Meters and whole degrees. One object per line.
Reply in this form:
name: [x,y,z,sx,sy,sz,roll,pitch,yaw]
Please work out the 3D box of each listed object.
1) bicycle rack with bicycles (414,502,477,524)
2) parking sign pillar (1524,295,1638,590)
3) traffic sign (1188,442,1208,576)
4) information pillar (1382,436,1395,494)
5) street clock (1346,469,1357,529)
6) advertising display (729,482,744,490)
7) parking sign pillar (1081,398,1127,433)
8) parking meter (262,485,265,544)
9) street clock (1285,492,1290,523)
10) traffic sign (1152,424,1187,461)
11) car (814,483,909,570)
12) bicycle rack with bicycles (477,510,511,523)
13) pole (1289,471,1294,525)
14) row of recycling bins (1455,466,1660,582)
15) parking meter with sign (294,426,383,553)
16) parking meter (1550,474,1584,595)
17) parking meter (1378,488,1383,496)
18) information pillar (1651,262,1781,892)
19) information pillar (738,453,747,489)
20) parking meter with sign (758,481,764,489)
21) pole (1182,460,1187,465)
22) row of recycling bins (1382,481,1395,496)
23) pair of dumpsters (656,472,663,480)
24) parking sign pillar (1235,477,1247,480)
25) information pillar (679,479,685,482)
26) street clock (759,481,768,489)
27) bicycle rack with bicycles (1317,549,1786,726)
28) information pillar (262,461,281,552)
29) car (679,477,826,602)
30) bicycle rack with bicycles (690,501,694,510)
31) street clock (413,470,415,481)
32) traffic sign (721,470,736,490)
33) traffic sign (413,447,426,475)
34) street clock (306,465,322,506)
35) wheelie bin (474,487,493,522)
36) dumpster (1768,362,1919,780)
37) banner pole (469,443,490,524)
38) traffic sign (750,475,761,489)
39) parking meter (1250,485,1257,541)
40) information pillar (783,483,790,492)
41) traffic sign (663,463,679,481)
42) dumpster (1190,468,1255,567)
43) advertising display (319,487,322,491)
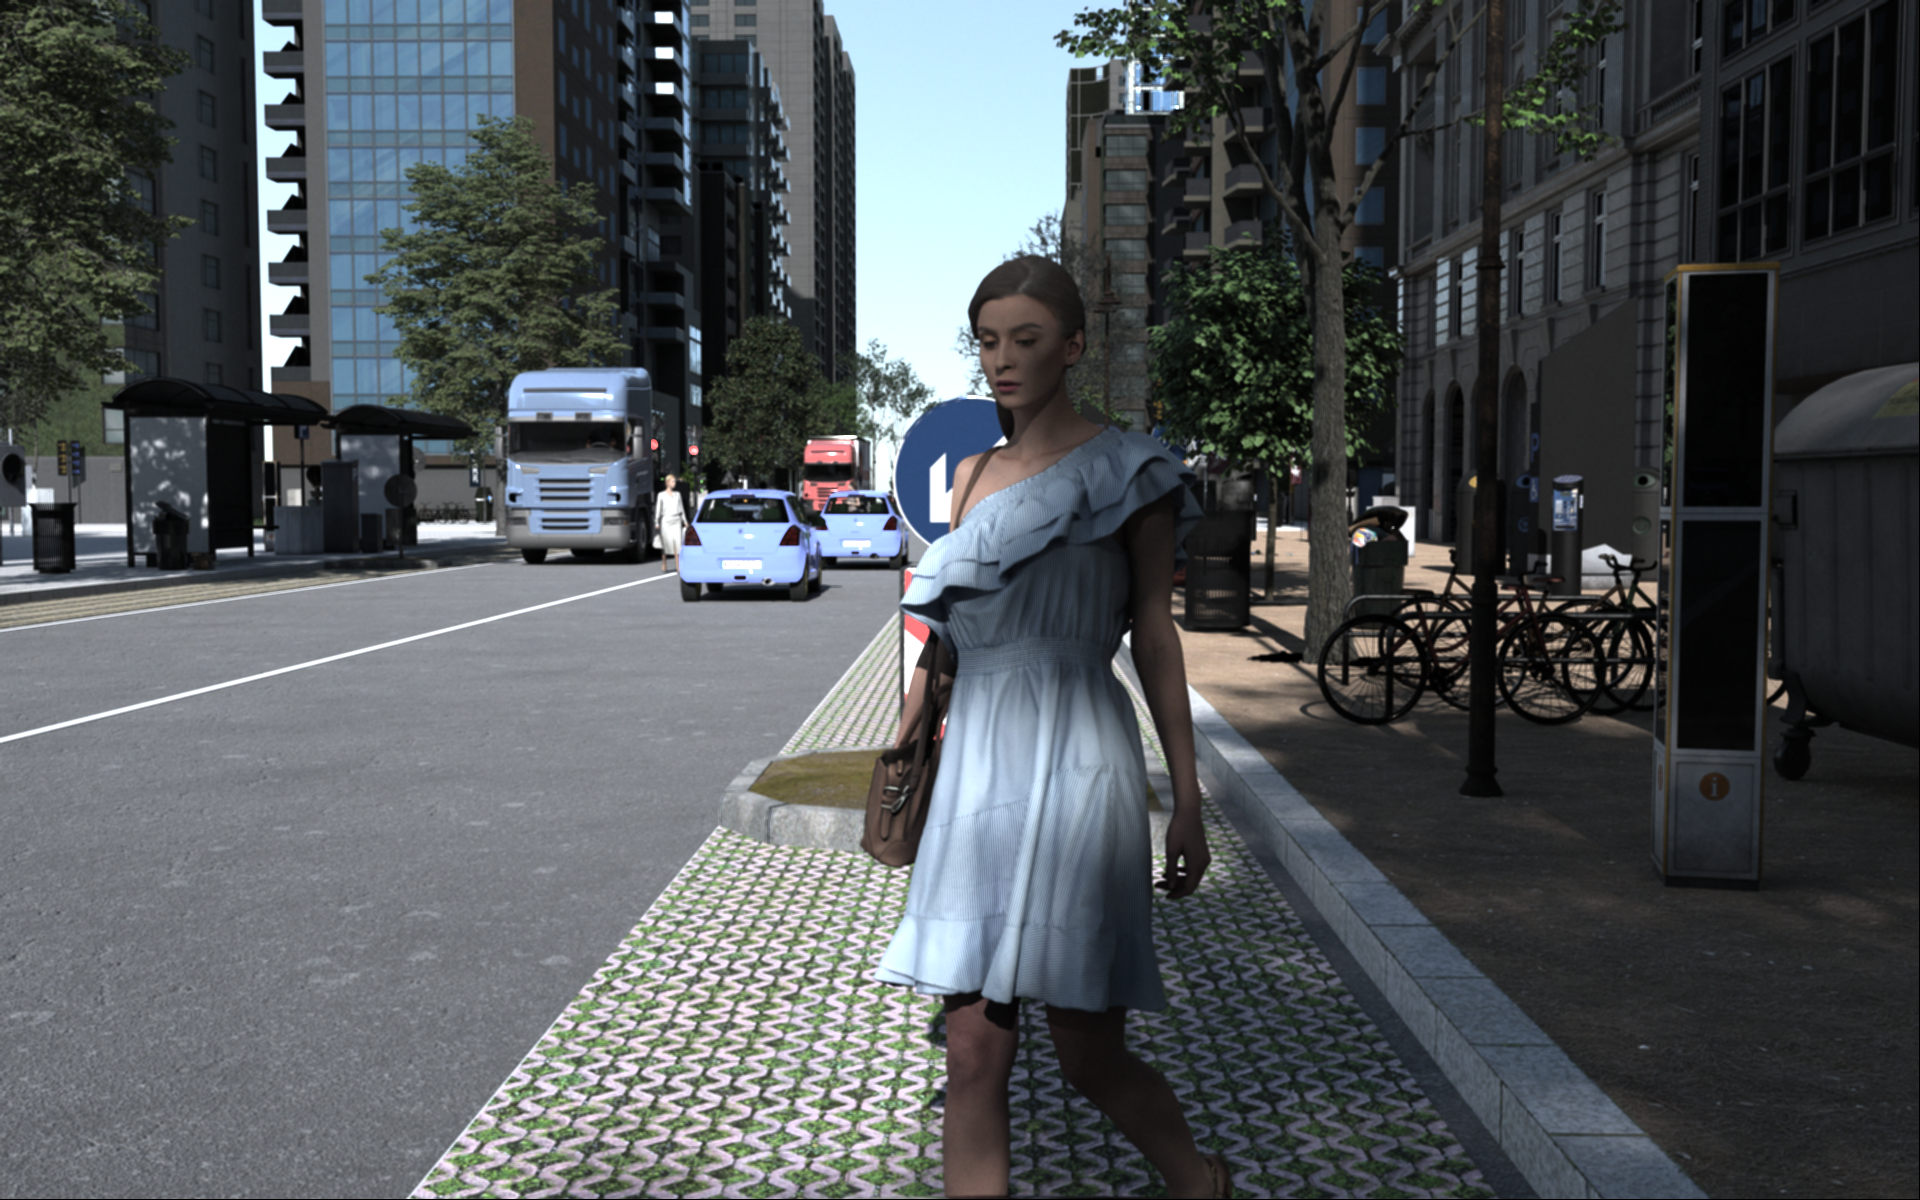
bicycle rack with bicycles: [-22.266,-3.794,75.406,2.925,0.926,2.852,3,4,36]
parking sign pillar: [8.525,-2.157,23.747,1.447,3.967,1.447,0,4,-1]
traffic sign: [3.856,-1.531,27.156,0.606,2.300,0.079,0,4,3]
information pillar: [17.338,-4.809,69.980,0.504,3.616,0.183,2,4,26]
street clock: [11.444,-2.831,50.864,0.358,2.002,0.471,-1,4,-10]
advertising display: [-11.749,-5.254,91.112,0.123,1.923,0.974,3,4,36]
parking sign pillar: [4.063,-3.677,48.590,1.447,3.967,1.447,-1,4,-9]
parking meter: [-17.667,-2.201,44.403,0.372,1.533,0.369,0,3,0]
street clock: [14.523,-4.410,76.666,0.471,2.002,0.358,1,4,19]
traffic sign: [3.465,-1.703,27.949,0.768,2.556,0.104,0,4,7]
car: [-1.908,-1.487,33.896,1.945,1.707,3.694,0,4,1]
bicycle rack with bicycles: [-13.400,-2.521,54.606,2.852,0.926,2.925,0,4,-4]
pole: [13.665,-4.735,71.258,0.158,3.312,0.155,0,3,0]
row of recycling bins: [9.217,-1.191,26.585,1.069,1.692,3.534,-3,5,-42]
parking meter with sign: [-13.442,-2.526,37.556,1.738,3.016,0.543,0,4,3]
parking meter: [7.742,-0.837,22.093,0.372,1.533,0.369,0,3,0]
parking meter: [17.267,-3.812,70.738,0.372,1.533,0.369,0,3,0]
information pillar: [2.475,-0.074,5.698,0.304,2.012,0.304,1,4,14]
information pillar: [-12.476,-6.607,99.384,0.504,3.616,0.183,-1,4,-11]
parking meter with sign: [-15.330,-8.425,134.002,0.543,3.016,1.738,-1,4,-14]
pole: [7.048,-3.710,54.497,0.158,3.312,0.155,0,3,0]
row of recycling bins: [14.472,-3.051,56.995,1.069,1.692,3.534,1,4,18]
pair of dumpsters: [-13.263,-4.432,74.959,1.574,2.255,4.437,0,4,1]
parking sign pillar: [13.525,-5.955,85.835,1.447,3.967,1.447,-1,4,-13]
information pillar: [-15.261,-5.518,94.703,0.304,2.012,0.304,2,4,26]
street clock: [-11.316,-5.815,99.642,0.471,2.002,0.358,1,4,15]
bicycle rack with bicycles: [3.538,0.176,10.502,2.925,0.926,2.852,0,4,6]
information pillar: [-15.365,-2.093,38.712,0.304,2.012,0.304,0,4,-4]
car: [-2.878,-0.903,24.362,1.945,1.707,3.694,0,4,-1]
bicycle rack with bicycles: [-13.267,-4.543,87.663,2.925,0.926,2.852,-1,4,-12]
street clock: [-14.422,-2.478,45.080,0.471,2.002,0.358,-1,4,-11]
traffic sign: [-12.245,-5.612,91.753,0.884,2.594,0.081,0,4,7]
traffic sign: [-14.657,-2.826,46.312,0.768,2.556,0.104,0,4,4]
street clock: [-15.996,-2.357,43.109,0.471,2.002,0.358,-1,4,-14]
wheelie bin: [-21.846,-4.377,79.476,0.980,1.594,0.693,1,4,13]
dumpster: [4.227,-0.076,7.009,1.264,1.857,1.865,0,4,1]
banner pole: [-20.609,-5.149,74.209,0.863,3.779,0.401,0,4,-1]
traffic sign: [-13.498,-6.991,114.416,0.768,2.556,0.104,1,4,11]
parking meter: [7.974,-2.401,47.671,0.372,1.533,0.369,0,3,0]
information pillar: [-11.523,-6.764,115.083,0.304,2.012,0.304,3,5,40]
traffic sign: [-12.010,-4.371,71.464,0.884,2.594,0.081,0,4,3]
dumpster: [4.306,-1.452,29.499,1.264,1.857,1.865,0,4,1]
advertising display: [-21.477,-3.299,59.151,0.123,1.923,0.974,2,4,34]
